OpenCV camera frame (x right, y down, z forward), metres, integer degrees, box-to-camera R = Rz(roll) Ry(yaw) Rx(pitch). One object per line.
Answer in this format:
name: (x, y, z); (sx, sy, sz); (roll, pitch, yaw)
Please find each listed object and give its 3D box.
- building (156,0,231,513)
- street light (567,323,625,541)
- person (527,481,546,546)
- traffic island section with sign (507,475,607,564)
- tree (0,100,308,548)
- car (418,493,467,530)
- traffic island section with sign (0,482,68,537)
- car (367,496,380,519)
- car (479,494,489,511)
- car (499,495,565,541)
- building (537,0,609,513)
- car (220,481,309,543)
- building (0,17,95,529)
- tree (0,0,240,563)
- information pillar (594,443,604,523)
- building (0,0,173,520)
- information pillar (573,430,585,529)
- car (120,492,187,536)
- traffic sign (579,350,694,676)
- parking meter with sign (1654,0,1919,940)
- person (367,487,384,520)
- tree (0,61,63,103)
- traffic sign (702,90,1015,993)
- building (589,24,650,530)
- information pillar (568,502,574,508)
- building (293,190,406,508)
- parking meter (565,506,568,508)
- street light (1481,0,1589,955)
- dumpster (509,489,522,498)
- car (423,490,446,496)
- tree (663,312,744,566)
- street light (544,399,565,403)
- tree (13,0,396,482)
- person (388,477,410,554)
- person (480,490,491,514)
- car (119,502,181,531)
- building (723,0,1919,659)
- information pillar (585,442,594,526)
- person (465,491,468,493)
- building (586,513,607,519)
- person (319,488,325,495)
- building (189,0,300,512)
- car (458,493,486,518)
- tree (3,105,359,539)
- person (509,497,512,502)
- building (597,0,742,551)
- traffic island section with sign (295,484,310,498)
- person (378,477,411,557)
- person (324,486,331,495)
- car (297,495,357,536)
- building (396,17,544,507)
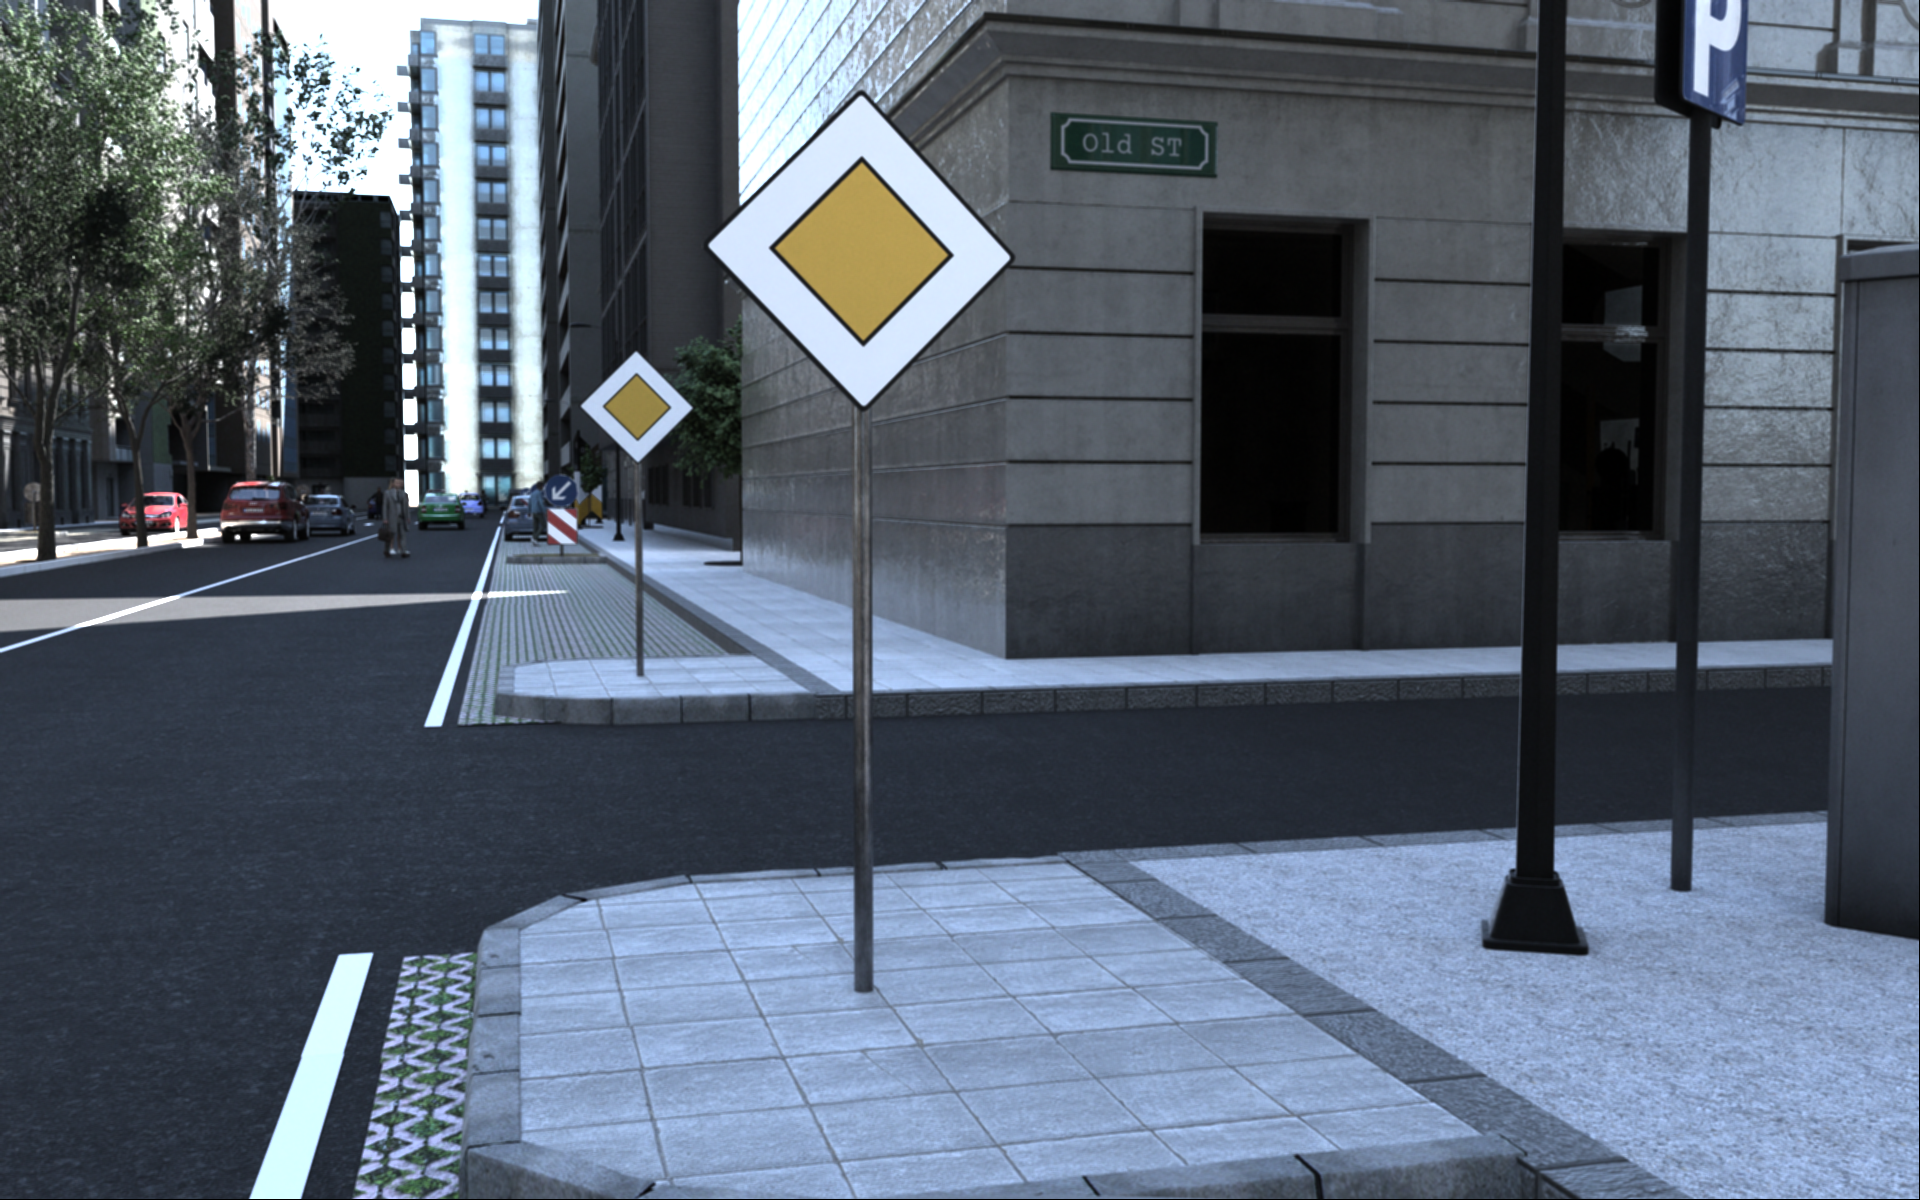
building: (-60.275, -31.403, 102.673); (28.713, 52.752, 27.495); (-1, 4, -14)
street light: (-9.900, -4.571, 47.279); (1.470, 5.913, 1.316); (-1, 4, -14)
person: (-11.542, -2.347, 47.223); (0.444, 1.785, 0.601); (-3, 5, -40)
traffic island section with sign: (-8.419, -1.677, 36.042); (1.989, 1.847, 2.006); (-1, 4, -14)
tree: (-21.342, -6.620, 45.107); (8.767, 10.594, 7.601); (-1, 4, -14)
car: (-21.242, -3.805, 71.013); (1.959, 1.807, 4.718); (-1, 4, -15)
traffic island section with sign: (-31.288, -3.044, 58.393); (1.989, 1.847, 2.006); (-1, 4, -14)
car: (-33.634, -5.418, 101.157); (1.945, 1.354, 3.894); (-1, 4, -16)
car: (-40.522, -8.143, 145.145); (2.014, 1.417, 4.499); (-1, 4, -14)
car: (-13.253, -2.553, 53.747); (2.014, 1.417, 4.499); (-1, 4, -14)
building: (-25.263, -32.202, 150.201); (21.300, 48.544, 21.600); (-1, 4, -14)
car: (-21.027, -2.680, 52.499); (2.281, 1.827, 5.304); (-1, 4, -14)
building: (-40.528, -13.268, 66.089); (9.793, 20.994, 18.267); (-1, 4, -14)
tree: (-19.131, -6.598, 36.098); (9.928, 11.665, 9.643); (0, 3, 0)
information pillar: (-15.883, -5.163, 75.768); (0.504, 3.616, 0.183); (0, 4, 3)
building: (-47.935, -24.537, 84.779); (14.154, 41.232, 14.086); (-1, 4, -14)
information pillar: (-14.004, -4.405, 63.373); (0.183, 3.616, 0.504); (-2, 4, -31)
car: (-28.272, -3.179, 61.014); (2.155, 1.783, 4.494); (-1, 4, -14)
traffic sign: (-2.257, -0.520, 12.145); (0.795, 2.450, 0.064); (-1, 4, -14)
parking meter with sign: (2.942, -0.532, 4.963); (1.738, 3.016, 0.543); (3, 5, 43)
person: (-32.060, -5.328, 95.640); (1.348, 1.821, 0.705); (-1, 4, -23)
tree: (-17.203, -5.542, 27.489); (8.767, 10.594, 7.601); (-1, 4, -14)
traffic sign: (-0.252, -0.047, 4.415); (0.795, 2.450, 0.064); (-1, 4, -14)
building: (-8.974, -16.963, 74.616); (12.463, 27.353, 25.104); (-1, 4, -14)
information pillar: (-15.890, -4.074, 71.102); (0.304, 2.012, 0.304); (-2, 4, -29)
building: (-61.522, -24.219, 167.676); (14.107, 30.474, 14.160); (-1, 4, -14)
parking meter: (-17.619, -4.416, 77.918); (0.255, 1.863, 0.399); (-1, 4, -18)
street light: (1.122, -1.965, 4.671); (1.470, 5.913, 1.316); (-1, 4, -14)
dumpster: (-37.429, -8.506, 147.281); (1.865, 1.857, 1.264); (-1, 4, -15)
car: (-44.982, -8.574, 148.864); (2.281, 1.827, 5.304); (-1, 4, -16)
tree: (-4.004, -2.931, 31.635); (4.285, 4.588, 4.351); (0, 3, 0)
street light: (-19.713, -6.892, 85.224); (1.470, 5.913, 1.316); (-1, 4, -14)
tree: (-28.383, -12.701, 66.003); (12.611, 20.169, 13.585); (0, 3, 0)
person: (-13.486, -2.018, 41.463); (0.573, 1.828, 0.580); (0, 4, -1)
person: (-34.390, -7.096, 125.239); (0.721, 1.735, 1.217); (2, 4, 33)
car: (-31.480, -3.351, 67.363); (1.945, 1.354, 3.894); (-1, 4, -14)
building: (19.127, -15.235, 25.503); (44.131, 29.872, 17.030); (-1, 4, -14)
information pillar: (-15.191, -4.814, 70.070); (0.504, 3.616, 0.183); (-3, 5, -40)
person: (-44.435, -8.947, 155.576); (0.721, 1.735, 1.217); (1, 4, 12)
building: (-12.648, -29.257, 102.047); (21.300, 48.544, 21.600); (-1, 4, -14)
person: (-33.753, -5.054, 91.795); (0.551, 1.740, 0.621); (-2, 4, -23)
building: (-63.942, -30.244, 144.596); (14.200, 45.320, 14.600); (-1, 4, -14)
car: (-29.733, -5.832, 104.948); (1.945, 1.707, 3.694); (-1, 4, -15)
tree: (-24.314, -8.663, 54.462); (12.009, 13.543, 11.850); (0, 3, 0)
person: (-19.368, -3.814, 75.145); (0.394, 1.301, 0.425); (-1, 4, -17)
building: (-2.906, -15.730, 50.691); (14.314, 27.812, 24.014); (-1, 4, -14)
traffic island section with sign: (-31.191, -4.518, 82.012); (2.006, 1.907, 1.989); (-1, 4, -14)
person: (-12.759, -1.870, 39.178); (0.694, 1.812, 0.767); (-3, 5, -44)
person: (-28.383, -4.219, 77.662); (0.709, 1.800, 0.728); (3, 4, 37)
car: (-22.115, -2.956, 60.328); (2.014, 1.417, 4.499); (-1, 4, -15)
building: (-41.270, -34.138, 177.764); (30.456, 49.044, 23.786); (-1, 4, -14)
